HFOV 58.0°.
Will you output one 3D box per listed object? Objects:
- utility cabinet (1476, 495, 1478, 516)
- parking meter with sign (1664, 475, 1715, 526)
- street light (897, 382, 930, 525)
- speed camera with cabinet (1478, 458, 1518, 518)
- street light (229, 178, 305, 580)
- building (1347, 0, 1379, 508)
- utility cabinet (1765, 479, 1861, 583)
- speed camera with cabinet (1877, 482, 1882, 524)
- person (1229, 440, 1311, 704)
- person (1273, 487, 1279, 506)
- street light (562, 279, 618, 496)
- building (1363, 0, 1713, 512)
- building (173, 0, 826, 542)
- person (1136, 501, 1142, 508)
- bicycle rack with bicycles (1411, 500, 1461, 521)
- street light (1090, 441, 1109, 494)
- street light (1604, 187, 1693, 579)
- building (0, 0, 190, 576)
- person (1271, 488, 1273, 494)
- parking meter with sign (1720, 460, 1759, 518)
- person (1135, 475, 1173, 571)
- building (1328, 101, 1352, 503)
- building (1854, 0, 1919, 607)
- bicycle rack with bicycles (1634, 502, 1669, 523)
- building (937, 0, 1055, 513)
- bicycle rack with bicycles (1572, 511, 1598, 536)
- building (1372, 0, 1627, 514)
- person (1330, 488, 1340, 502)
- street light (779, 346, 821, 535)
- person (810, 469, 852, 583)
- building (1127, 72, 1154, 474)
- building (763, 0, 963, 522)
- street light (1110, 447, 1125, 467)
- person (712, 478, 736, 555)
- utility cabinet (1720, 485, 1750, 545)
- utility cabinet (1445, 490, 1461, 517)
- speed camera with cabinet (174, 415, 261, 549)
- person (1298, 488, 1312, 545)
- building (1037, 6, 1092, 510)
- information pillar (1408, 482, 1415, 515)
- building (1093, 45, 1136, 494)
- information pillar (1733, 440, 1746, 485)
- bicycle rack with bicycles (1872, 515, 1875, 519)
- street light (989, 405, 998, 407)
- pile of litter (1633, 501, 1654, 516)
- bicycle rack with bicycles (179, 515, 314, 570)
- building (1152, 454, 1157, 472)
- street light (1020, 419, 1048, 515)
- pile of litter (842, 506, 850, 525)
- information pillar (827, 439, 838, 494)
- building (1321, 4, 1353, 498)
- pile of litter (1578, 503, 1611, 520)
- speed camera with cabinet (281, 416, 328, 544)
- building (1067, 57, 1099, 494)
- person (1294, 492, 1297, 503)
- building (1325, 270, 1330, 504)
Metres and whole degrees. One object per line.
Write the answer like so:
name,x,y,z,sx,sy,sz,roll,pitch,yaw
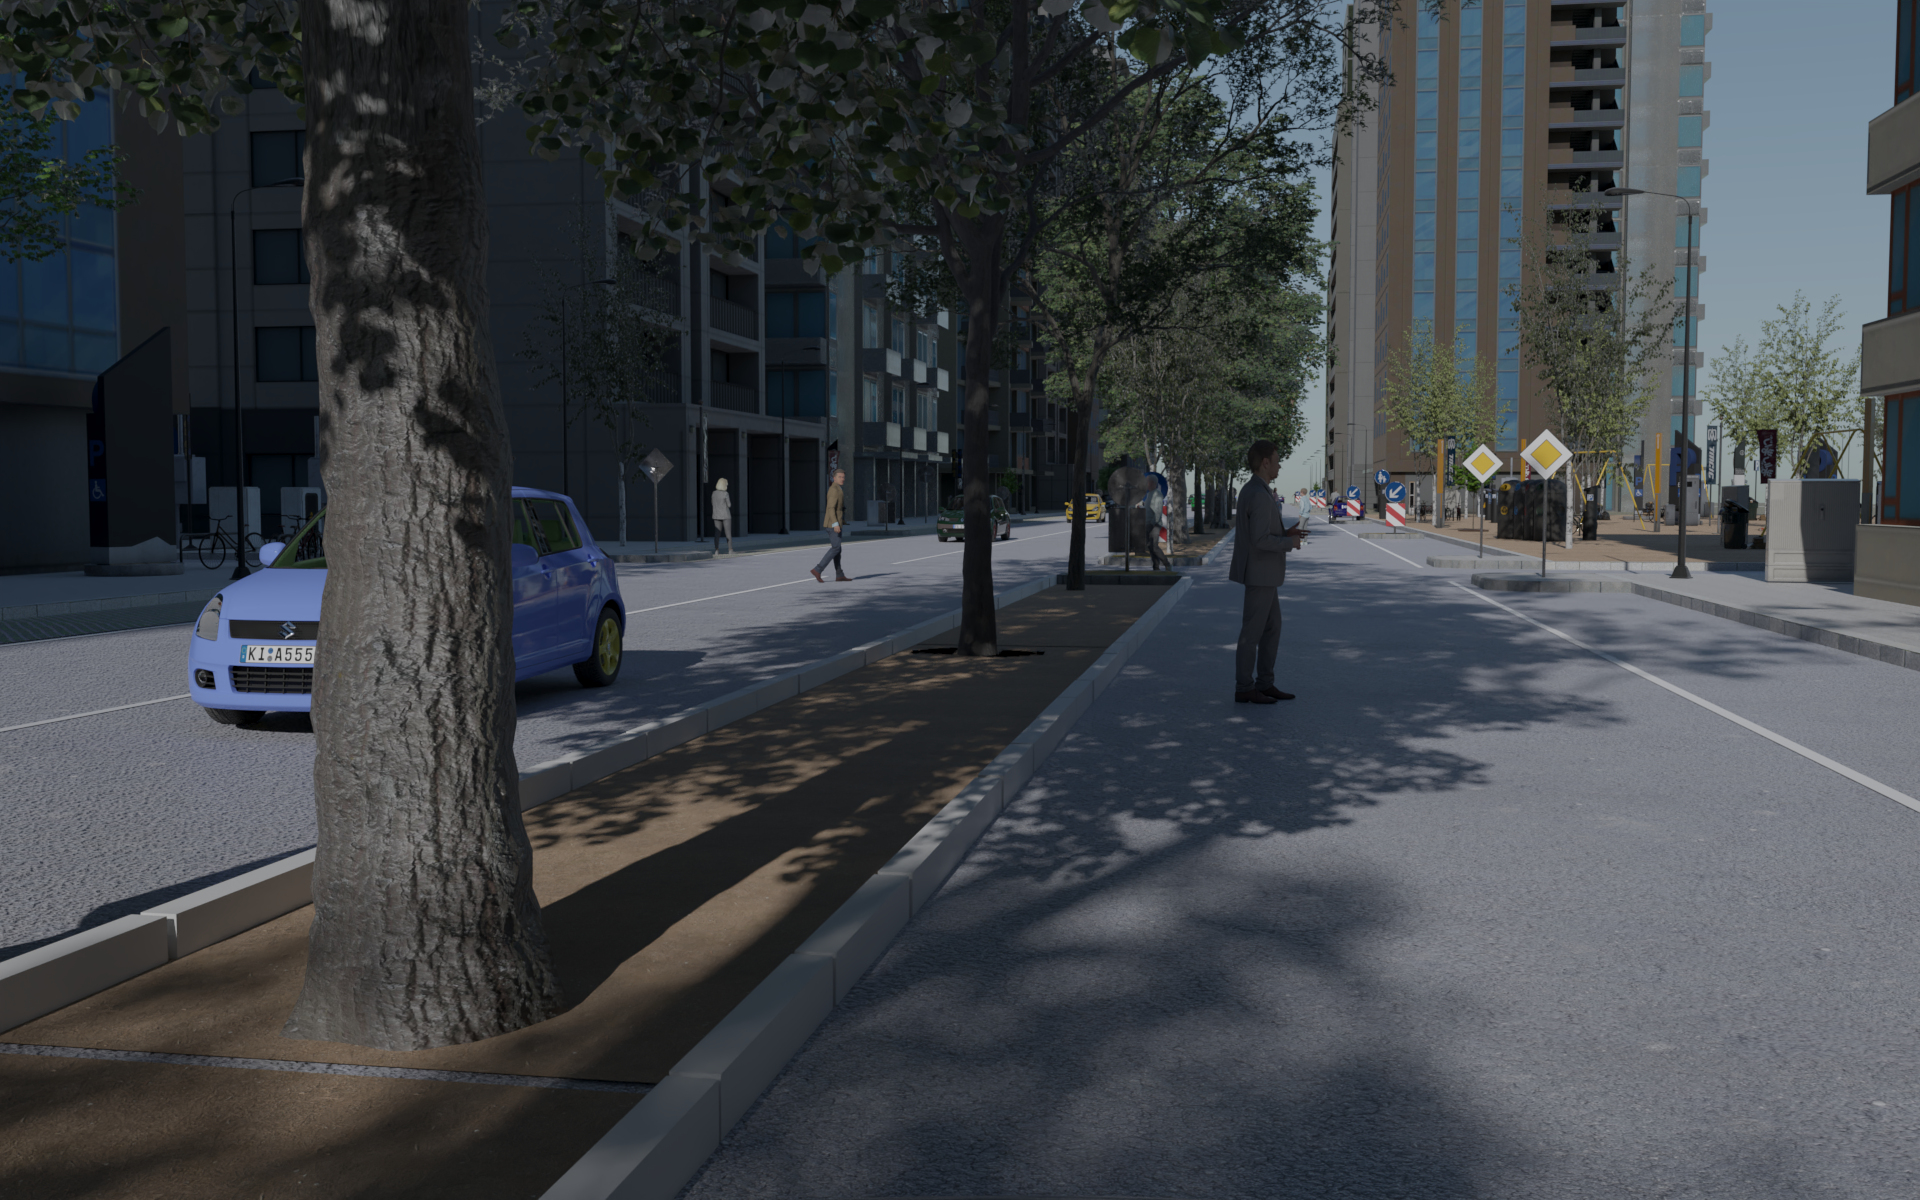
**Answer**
utility cabinet,30.982,-5.642,103.405,0.306,1.237,1.020,1,4,11
parking meter with sign,29.289,-4.486,69.607,1.738,3.016,0.543,1,4,13
street light,-1.929,-6.089,72.091,1.470,5.913,1.316,1,4,10
speed camera with cabinet,29.305,-6.120,94.397,0.660,3.252,2.038,-3,5,-45
street light,-10.232,-3.251,25.687,1.470,5.913,1.316,1,4,10
building,48.005,-38.115,165.181,21.231,58.520,28.212,1,4,10
utility cabinet,12.283,-0.996,24.957,1.173,1.500,0.318,1,4,18
speed camera with cabinet,13.217,-1.764,23.175,0.660,3.252,2.038,-1,4,-9
person,2.145,-0.194,11.877,0.583,1.804,0.606,0,4,-2
person,18.278,-5.611,100.250,0.388,1.821,0.555,2,4,32
street light,-8.070,-3.979,37.596,1.470,5.913,1.316,1,4,10
building,44.498,-31.568,135.748,23.786,49.044,30.456,1,4,10
building,-15.588,-37.809,56.427,20.563,71.187,20.611,1,4,10
person,10.675,-5.744,102.637,0.478,1.798,0.641,-2,4,-27
bicycle rack with bicycles,23.047,-4.297,83.631,2.852,0.926,2.925,1,4,16
street light,11.773,-10.770,148.630,1.470,5.913,1.316,1,4,10
street light,10.456,-3.289,26.311,1.470,5.913,1.316,1,4,10
building,-21.987,-22.883,24.251,14.200,45.320,14.600,1,4,10
person,14.739,-4.446,82.202,0.522,1.701,0.512,0,4,-8
parking meter with sign,40.267,-5.704,89.513,1.738,3.016,0.543,3,5,43
person,3.352,-1.281,29.933,0.515,1.767,0.782,-1,4,-13
building,54.613,-35.439,203.128,21.300,48.544,21.600,1,4,10
building,22.382,-9.761,4.631,27.650,21.520,28.899,1,4,10
bicycle rack with bicycles,32.077,-3.985,78.542,2.925,0.926,2.852,0,4,-6
building,-4.907,-28.932,127.660,22.147,44.769,28.867,1,4,10
bicycle rack with bicycles,18.213,-2.457,53.557,2.925,0.926,2.852,0,4,4
building,35.167,-28.426,114.882,14.600,45.320,14.200,1,4,10
person,22.873,-5.916,105.431,0.606,1.804,0.583,2,4,29
street light,-5.063,-5.027,54.730,1.470,5.913,1.316,1,4,10
person,-2.056,-1.207,28.138,0.836,1.842,0.656,-3,4,-37
building,15.066,-42.570,238.024,21.231,58.520,28.212,1,4,10
building,-13.011,-28.809,90.641,23.786,49.044,30.456,1,4,10
street light,14.821,-11.836,166.055,1.470,5.913,1.316,1,4,10
person,-5.582,-1.961,40.754,0.537,1.800,0.526,3,4,38
utility cabinet,19.008,-2.071,42.535,0.318,1.500,1.173,0,4,7
utility cabinet,26.882,-5.262,94.708,0.318,1.500,1.173,-2,4,-25
speed camera with cabinet,-17.506,-2.831,40.618,2.038,3.252,0.660,1,4,9
person,9.662,-2.347,48.688,0.589,1.601,0.330,-3,5,-41
building,0.971,-43.586,150.891,20.563,71.187,20.611,1,4,10
information pillar,27.099,-6.083,103.947,0.304,2.012,0.304,0,4,7
building,6.766,-38.014,210.762,28.713,52.752,27.495,1,4,10
information pillar,33.675,-5.107,74.848,0.504,3.616,0.183,-1,4,-8
bicycle rack with bicycles,31.333,-2.641,56.568,2.925,0.926,2.852,1,4,13
street light,1.294,-7.206,90.358,1.470,5.913,1.316,1,4,10
pile of litter,40.828,-5.424,102.642,1.176,0.858,1.719,-3,5,-43
bicycle rack with bicycles,-11.842,-1.003,29.786,2.852,0.926,2.925,1,4,11
building,22.129,-37.231,258.833,14.600,45.320,14.200,1,4,10
street light,4.466,-8.252,107.463,1.470,5.913,1.316,1,4,10
pile of litter,-5.191,-3.554,72.067,1.176,0.858,1.719,-1,4,-15
information pillar,-5.368,-5.006,73.210,0.504,3.616,0.183,1,4,15
building,63.751,-49.754,251.721,20.563,71.187,20.611,1,4,10
pile of litter,31.067,-4.329,84.742,1.719,0.858,1.176,0,4,5
speed camera with cabinet,-16.188,-2.991,43.237,0.660,3.252,2.038,0,4,7
building,6.003,-31.702,168.433,14.600,45.320,14.200,1,4,10
person,50.826,-15.517,262.217,1.348,1.822,0.705,-1,4,-14
building,53.967,-27.535,221.895,14.160,30.474,14.107,1,4,10
